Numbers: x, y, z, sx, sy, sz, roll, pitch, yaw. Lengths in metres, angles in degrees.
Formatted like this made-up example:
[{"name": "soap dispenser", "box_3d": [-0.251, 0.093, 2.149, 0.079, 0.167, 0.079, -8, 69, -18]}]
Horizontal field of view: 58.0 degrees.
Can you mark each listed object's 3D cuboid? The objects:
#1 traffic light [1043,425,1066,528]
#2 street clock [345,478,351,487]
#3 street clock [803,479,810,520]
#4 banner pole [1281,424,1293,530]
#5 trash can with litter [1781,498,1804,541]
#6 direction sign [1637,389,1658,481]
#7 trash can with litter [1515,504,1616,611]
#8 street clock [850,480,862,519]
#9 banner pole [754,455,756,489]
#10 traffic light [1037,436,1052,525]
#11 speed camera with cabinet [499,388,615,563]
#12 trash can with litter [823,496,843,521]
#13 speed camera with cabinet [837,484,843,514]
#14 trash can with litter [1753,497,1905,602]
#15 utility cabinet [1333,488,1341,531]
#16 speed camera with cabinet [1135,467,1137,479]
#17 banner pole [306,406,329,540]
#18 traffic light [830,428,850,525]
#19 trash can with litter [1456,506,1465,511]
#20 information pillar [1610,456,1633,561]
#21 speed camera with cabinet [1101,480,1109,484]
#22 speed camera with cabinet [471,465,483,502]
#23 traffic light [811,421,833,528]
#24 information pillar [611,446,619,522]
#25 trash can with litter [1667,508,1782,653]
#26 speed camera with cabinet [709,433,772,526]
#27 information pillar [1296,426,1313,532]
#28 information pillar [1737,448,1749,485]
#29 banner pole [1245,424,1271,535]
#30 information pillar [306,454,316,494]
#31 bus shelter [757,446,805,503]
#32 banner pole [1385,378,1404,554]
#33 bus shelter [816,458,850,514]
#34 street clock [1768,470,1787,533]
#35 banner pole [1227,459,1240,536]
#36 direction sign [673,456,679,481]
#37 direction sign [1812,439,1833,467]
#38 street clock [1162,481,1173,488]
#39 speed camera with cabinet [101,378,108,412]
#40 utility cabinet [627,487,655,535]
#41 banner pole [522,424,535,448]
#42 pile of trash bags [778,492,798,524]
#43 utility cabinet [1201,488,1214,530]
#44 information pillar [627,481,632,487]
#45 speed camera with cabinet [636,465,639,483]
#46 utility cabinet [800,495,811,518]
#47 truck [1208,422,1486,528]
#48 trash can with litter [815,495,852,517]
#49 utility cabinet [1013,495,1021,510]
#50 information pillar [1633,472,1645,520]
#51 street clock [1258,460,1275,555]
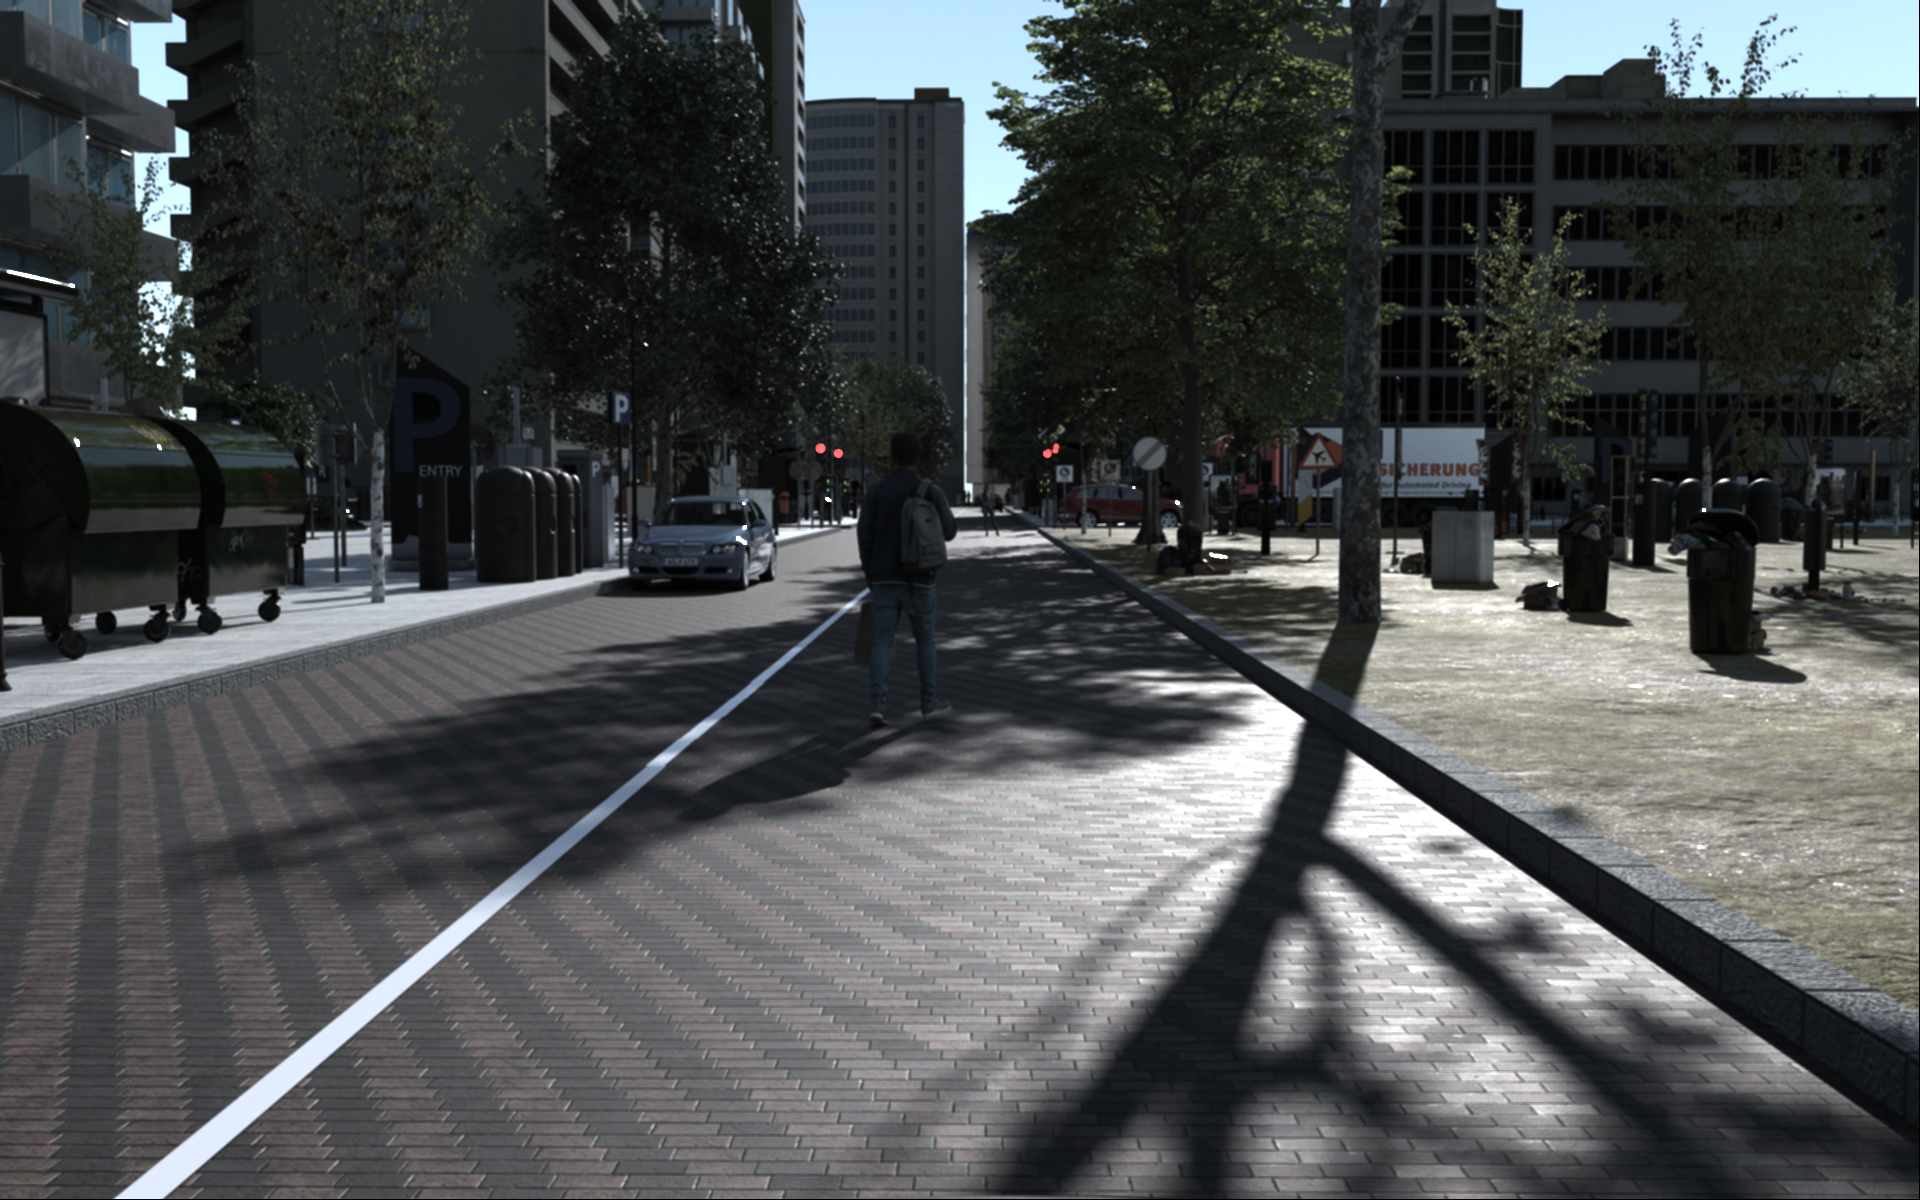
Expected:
[{"name": "traffic light", "box_3d": [3.539, -4.637, 64.735, 0.839, 4.253, 0.868, 0, 4, 1]}, {"name": "street clock", "box_3d": [-28.465, -4.631, 80.280, 0.471, 2.002, 0.358, 1, 4, 15]}, {"name": "street clock", "box_3d": [-7.513, -4.904, 84.757, 0.358, 2.002, 0.471, 0, 4, -2]}, {"name": "banner pole", "box_3d": [11.808, -4.407, 62.063, 0.401, 3.779, 0.863, 2, 4, 26]}, {"name": "trash can with litter", "box_3d": [22.978, -2.209, 47.506, 0.624, 1.170, 1.055, 0, 4, -6]}, {"name": "direction sign", "box_3d": [14.890, -2.787, 37.568, 0.876, 3.537, 0.379, -3, 5, -43]}, {"name": "trash can with litter", "box_3d": [6.662, -0.473, 19.126, 0.624, 1.170, 1.055, -3, 5, -44]}, {"name": "street clock", "box_3d": [-5.504, -5.264, 90.639, 0.358, 2.002, 0.471, 3, 4, 37]}, {"name": "banner pole", "box_3d": [-10.484, -6.139, 90.396, 0.863, 3.779, 0.401, 0, 4, -1]}, {"name": "traffic light", "box_3d": [3.643, -5.125, 72.719, 0.839, 4.253, 0.868, 0, 4, 1]}, {"name": "speed camera with cabinet", "box_3d": [-7.538, -2.329, 32.414, 2.038, 3.252, 0.660, 0, 4, 3]}, {"name": "trash can with litter", "box_3d": [-6.073, -4.345, 82.431, 1.055, 1.170, 0.624, 1, 4, 16]}, {"name": "speed camera with cabinet", "box_3d": [-7.868, -7.079, 110.079, 0.660, 3.252, 2.038, -2, 4, -24]}, {"name": "trash can with litter", "box_3d": [10.799, -0.654, 21.744, 1.678, 1.210, 2.233, 1, 4, 20]}, {"name": "utility cabinet", "box_3d": [13.469, -3.127, 59.804, 1.173, 1.500, 0.318, -1, 4, -15]}, {"name": "speed camera with cabinet", "box_3d": [12.569, -7.960, 124.479, 0.660, 3.252, 2.038, 2, 4, 28]}, {"name": "banner pole", "box_3d": [-18.106, -3.597, 48.827, 0.863, 3.779, 0.401, 1, 4, 20]}, {"name": "traffic light", "box_3d": [-5.068, -5.131, 72.816, 0.839, 4.253, 0.868, 0, 4, 1]}, {"name": "trash can with litter", "box_3d": [40.644, -7.897, 140.496, 0.624, 1.170, 1.055, 2, 4, 29]}, {"name": "information pillar", "box_3d": [12.675, -1.761, 33.279, 0.304, 2.012, 0.304, 2, 4, 30]}, {"name": "speed camera with cabinet", "box_3d": [9.066, -6.762, 104.886, 0.660, 3.252, 2.038, -1, 4, -13]}, {"name": "speed camera with cabinet", "box_3d": [-13.400, -3.323, 48.662, 2.038, 3.252, 0.660, 3, 5, 40]}, {"name": "traffic light", "box_3d": [-5.172, -4.643, 64.831, 0.839, 4.253, 0.868, 0, 4, 1]}, {"name": "information pillar", "box_3d": [-15.698, -5.352, 78.855, 0.504, 3.616, 0.183, 3, 4, 36]}, {"name": "trash can with litter", "box_3d": [6.258, -0.173, 14.221, 0.624, 1.170, 1.055, 3, 4, 37]}, {"name": "speed camera with cabinet", "box_3d": [-7.090, -3.776, 56.067, 2.038, 3.252, 0.660, -3, 4, -38]}, {"name": "information pillar", "box_3d": [11.577, -4.084, 58.128, 0.504, 3.616, 0.183, 0, 4, 7]}, {"name": "information pillar", "box_3d": [36.913, -5.526, 81.703, 0.504, 3.616, 0.183, 3, 4, 37]}, {"name": "banner pole", "box_3d": [9.264, -3.907, 53.895, 0.863, 3.779, 0.401, 2, 4, 25]}, {"name": "information pillar", "box_3d": [-32.487, -5.837, 86.790, 0.183, 3.616, 0.504, 3, 5, 42]}, {"name": "bus shelter", "box_3d": [-8.957, -5.868, 87.221, 1.731, 3.624, 6.357, 0, 4, 1]}, {"name": "banner pole", "box_3d": [9.492, -2.905, 37.512, 0.401, 3.779, 0.863, 2, 4, 24]}, {"name": "bus shelter", "box_3d": [-8.357, -7.539, 114.553, 1.731, 3.624, 6.357, 0, 4, 1]}, {"name": "street clock", "box_3d": [24.121, -2.850, 51.160, 0.471, 2.002, 0.358, -1, 4, -9]}, {"name": "banner pole", "box_3d": [8.286, -3.826, 52.576, 0.401, 3.779, 0.863, 1, 4, 17]}, {"name": "direction sign", "box_3d": [-17.044, -6.872, 104.362, 0.876, 3.537, 0.379, 2, 4, 29]}, {"name": "direction sign", "box_3d": [35.618, -4.871, 71.635, 0.876, 3.537, 0.379, 0, 4, -4]}, {"name": "street clock", "box_3d": [11.646, -5.695, 97.677, 0.471, 2.002, 0.358, -2, 4, -27]}, {"name": "speed camera with cabinet", "box_3d": [-14.882, -2.116, 28.935, 0.660, 3.252, 2.038, 3, 5, 41]}, {"name": "utility cabinet", "box_3d": [-9.676, -2.711, 53.007, 1.173, 1.500, 0.318, 3, 4, 37]}, {"name": "banner pole", "box_3d": [-13.604, -3.921, 54.132, 0.401, 3.779, 0.863, 3, 5, 41]}, {"name": "pile of trash bags", "box_3d": [-7.858, -3.966, 74.603, 1.912, 1.369, 3.447, -1, 4, -19]}, {"name": "utility cabinet", "box_3d": [8.647, -3.182, 60.711, 0.318, 1.500, 1.173, 0, 4, -1]}, {"name": "information pillar", "box_3d": [-18.340, -5.612, 96.253, 0.304, 2.012, 0.304, 2, 4, 25]}, {"name": "speed camera with cabinet", "box_3d": [-21.965, -7.551, 117.794, 0.660, 3.252, 2.038, 1, 4, 9]}, {"name": "utility cabinet", "box_3d": [-8.542, -5.074, 94.125, 1.020, 1.237, 0.306, 1, 4, 21]}, {"name": "truck", "box_3d": [14.894, -4.890, 68.857, 11.283, 4.237, 2.839, 0, 4, 0]}, {"name": "trash can with litter", "box_3d": [-7.788, -5.869, 107.019, 2.233, 1.210, 1.678, 0, 4, 2]}, {"name": "utility cabinet", "box_3d": [4.881, -8.074, 143.174, 1.020, 1.237, 0.306, 2, 4, 33]}, {"name": "information pillar", "box_3d": [22.442, -3.230, 57.308, 0.304, 2.012, 0.304, -3, 5, -40]}, {"name": "street clock", "box_3d": [6.479, -1.963, 36.661, 0.358, 2.002, 0.471, 1, 4, 8]}]
